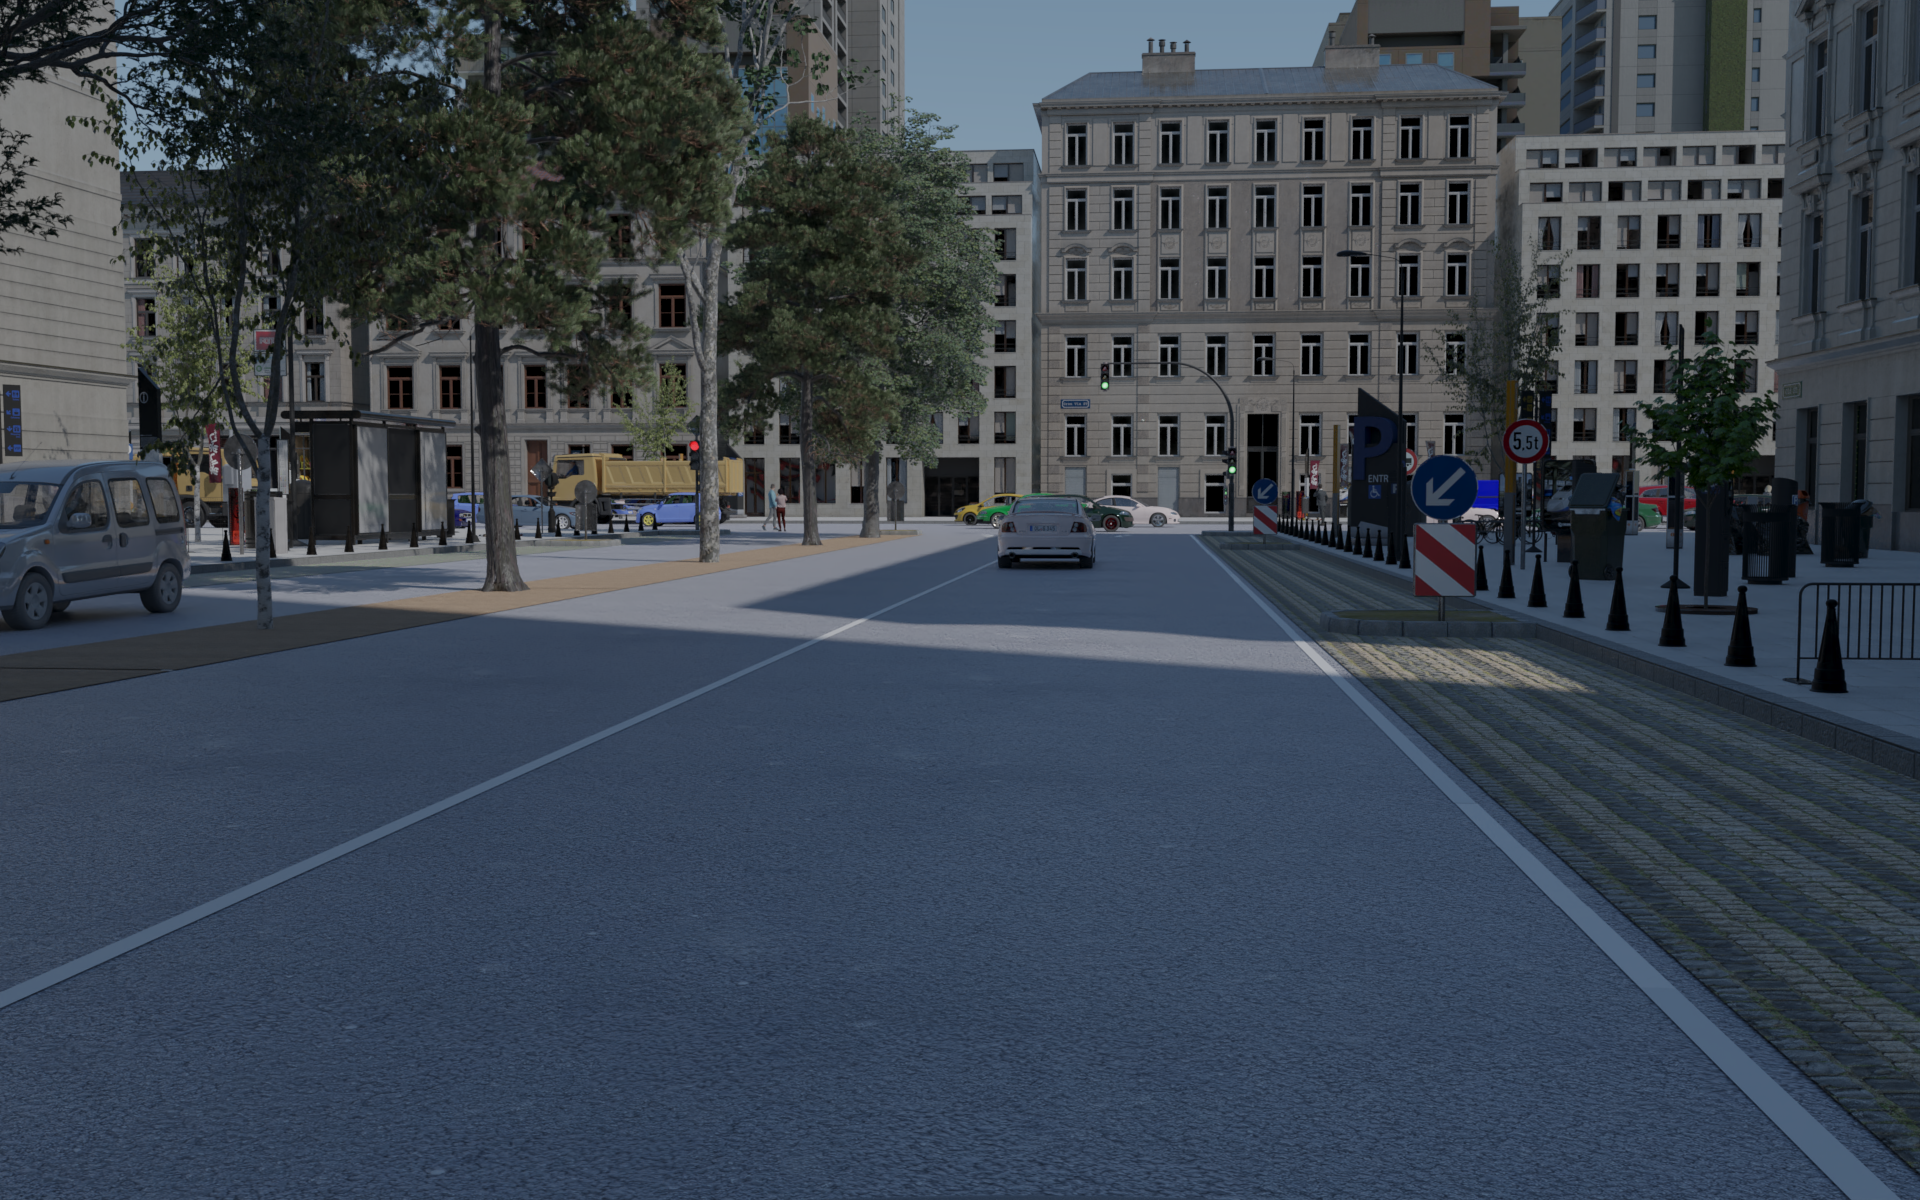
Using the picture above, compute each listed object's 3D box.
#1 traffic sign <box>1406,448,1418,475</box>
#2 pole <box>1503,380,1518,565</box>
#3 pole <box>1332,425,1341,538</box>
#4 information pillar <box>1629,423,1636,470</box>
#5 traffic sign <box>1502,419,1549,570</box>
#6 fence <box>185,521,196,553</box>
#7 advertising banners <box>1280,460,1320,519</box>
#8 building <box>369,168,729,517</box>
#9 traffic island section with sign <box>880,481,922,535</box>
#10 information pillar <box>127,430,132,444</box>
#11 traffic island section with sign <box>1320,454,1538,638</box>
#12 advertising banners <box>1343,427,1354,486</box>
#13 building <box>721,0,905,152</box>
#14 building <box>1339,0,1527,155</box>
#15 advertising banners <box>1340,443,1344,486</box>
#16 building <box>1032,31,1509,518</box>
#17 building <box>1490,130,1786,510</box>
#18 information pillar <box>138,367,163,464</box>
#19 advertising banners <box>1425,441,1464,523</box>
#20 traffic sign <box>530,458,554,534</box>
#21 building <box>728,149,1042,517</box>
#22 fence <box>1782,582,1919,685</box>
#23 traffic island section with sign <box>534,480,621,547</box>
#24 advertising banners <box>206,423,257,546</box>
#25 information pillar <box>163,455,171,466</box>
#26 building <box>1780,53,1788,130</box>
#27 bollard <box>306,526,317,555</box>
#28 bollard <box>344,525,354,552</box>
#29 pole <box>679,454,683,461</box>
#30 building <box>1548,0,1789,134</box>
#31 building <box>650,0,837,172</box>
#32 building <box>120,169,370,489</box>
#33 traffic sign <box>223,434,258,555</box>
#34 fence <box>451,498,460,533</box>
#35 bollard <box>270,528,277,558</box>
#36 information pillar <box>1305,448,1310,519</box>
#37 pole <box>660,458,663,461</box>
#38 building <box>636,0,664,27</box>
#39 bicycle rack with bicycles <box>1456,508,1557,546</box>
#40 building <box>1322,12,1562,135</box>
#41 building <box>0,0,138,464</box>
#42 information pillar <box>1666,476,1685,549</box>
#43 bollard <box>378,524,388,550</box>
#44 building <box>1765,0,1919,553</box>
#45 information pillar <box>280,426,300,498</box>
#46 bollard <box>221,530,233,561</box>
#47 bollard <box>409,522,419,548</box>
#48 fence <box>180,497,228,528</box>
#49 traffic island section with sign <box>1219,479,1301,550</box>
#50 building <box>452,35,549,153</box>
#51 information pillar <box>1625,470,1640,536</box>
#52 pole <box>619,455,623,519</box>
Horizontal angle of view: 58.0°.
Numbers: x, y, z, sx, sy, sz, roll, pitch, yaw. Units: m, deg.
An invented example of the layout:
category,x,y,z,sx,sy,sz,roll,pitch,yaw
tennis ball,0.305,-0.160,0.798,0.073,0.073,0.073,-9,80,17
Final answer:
category,x,y,z,sx,sy,sz,roll,pitch,yaw
traffic sign,12.229,-2.918,47.813,0.768,2.556,0.104,1,4,13
pole,9.911,-2.283,31.167,0.158,3.312,0.155,0,3,0
pole,11.065,-3.492,50.930,0.158,3.312,0.155,0,3,0
information pillar,21.978,-3.992,56.628,0.183,3.616,0.504,2,4,34
traffic sign,9.571,-1.790,29.380,0.768,2.556,0.104,0,4,7
fence,-17.477,-1.423,38.637,0.278,0.683,2.069,-3,4,-38
advertising banners,17.542,-5.697,89.330,2.074,3.025,0.090,0,4,-4
building,-23.669,-16.346,103.417,21.152,22.565,11.583,0,4,6
traffic island section with sign,-2.363,-3.234,61.019,2.006,1.907,1.989,0,4,6
information pillar,-30.563,-4.411,63.476,0.183,3.616,0.504,3,4,37
traffic island section with sign,4.835,-0.583,18.155,1.989,1.847,2.006,0,4,6
advertising banners,11.001,-3.052,46.088,2.074,3.025,0.090,-3,4,-37
building,-17.674,-46.584,199.894,20.611,71.187,20.563,0,4,6
building,41.255,-30.823,154.060,14.600,45.320,14.200,0,4,6
advertising banners,13.627,-3.854,59.209,0.090,3.025,2.074,-2,4,-29
building,17.047,-18.454,98.985,25.104,27.353,12.463,0,4,6
building,38.270,-14.692,94.966,16.860,20.320,10.420,0,4,6
information pillar,-14.953,-2.487,32.010,0.504,3.616,0.183,1,4,23
advertising banners,16.009,-3.736,57.269,2.074,3.025,0.090,-3,4,-37
traffic sign,-13.493,-3.346,55.891,0.795,2.450,0.064,1,4,9
building,-3.934,-15.021,100.349,16.860,20.320,10.420,0,4,6
fence,6.682,0.226,11.679,2.069,0.683,0.278,0,4,5
traffic island section with sign,-10.494,-2.404,47.939,1.989,1.847,2.006,0,4,6
advertising banners,-18.051,-2.876,43.210,0.090,3.025,2.074,1,4,19
information pillar,-15.206,-1.746,33.037,0.304,2.012,0.304,-3,5,-43
building,61.588,-19.315,93.289,29.804,29.767,11.434,0,4,6
bollard,-13.654,-1.249,36.458,0.229,0.601,0.229,0,3,0
bollard,-13.467,-1.353,38.162,0.229,0.601,0.229,0,3,0
pole,-14.136,-5.747,87.812,0.158,3.312,0.155,0,3,0
building,80.551,-39.626,189.890,28.212,58.520,21.231,0,4,6
building,-19.388,-31.238,160.849,14.600,45.320,14.200,0,4,6
building,-54.726,-15.587,105.749,40.483,20.767,10.553,0,4,6
traffic sign,-15.212,-2.233,36.612,0.768,2.556,0.104,0,4,8
fence,-16.971,-2.774,56.565,0.480,1.192,2.264,0,4,3
bollard,-13.837,-1.146,34.771,0.229,0.601,0.229,0,3,0
information pillar,17.742,-5.948,88.597,0.183,3.616,0.504,0,4,-5
pole,-16.749,-6.325,97.264,0.158,3.312,0.155,0,3,0
building,-20.155,-45.221,177.618,20.563,71.187,20.611,0,4,6
bicycle rack with bicycles,13.837,-1.878,44.086,2.852,0.926,2.925,-3,4,-36
building,45.981,-33.500,171.421,21.300,48.544,21.600,0,4,6
building,-47.256,-16.491,46.042,44.131,29.872,17.030,0,4,6
information pillar,16.762,-2.207,40.574,0.304,2.012,0.304,3,5,42
bollard,-13.282,-1.456,39.848,0.229,0.601,0.229,0,3,0
building,27.462,-15.126,23.733,17.030,29.872,44.131,0,4,6
information pillar,-23.153,-4.178,59.664,0.504,3.616,0.183,-2,4,-31
bollard,-14.019,-1.042,33.083,0.229,0.601,0.229,0,3,0
bollard,-13.100,-1.560,41.546,0.229,0.601,0.229,0,3,0
fence,-26.754,-3.086,61.667,2.264,1.192,0.480,0,4,-2
traffic island section with sign,7.759,-2.222,44.952,1.989,1.847,2.006,0,4,6
building,-42.067,-37.283,198.810,27.495,52.752,28.713,0,4,6
information pillar,20.835,-3.010,53.704,0.304,2.012,0.304,-3,4,-37
pole,-17.508,-5.838,89.287,0.158,3.312,0.155,0,3,0
